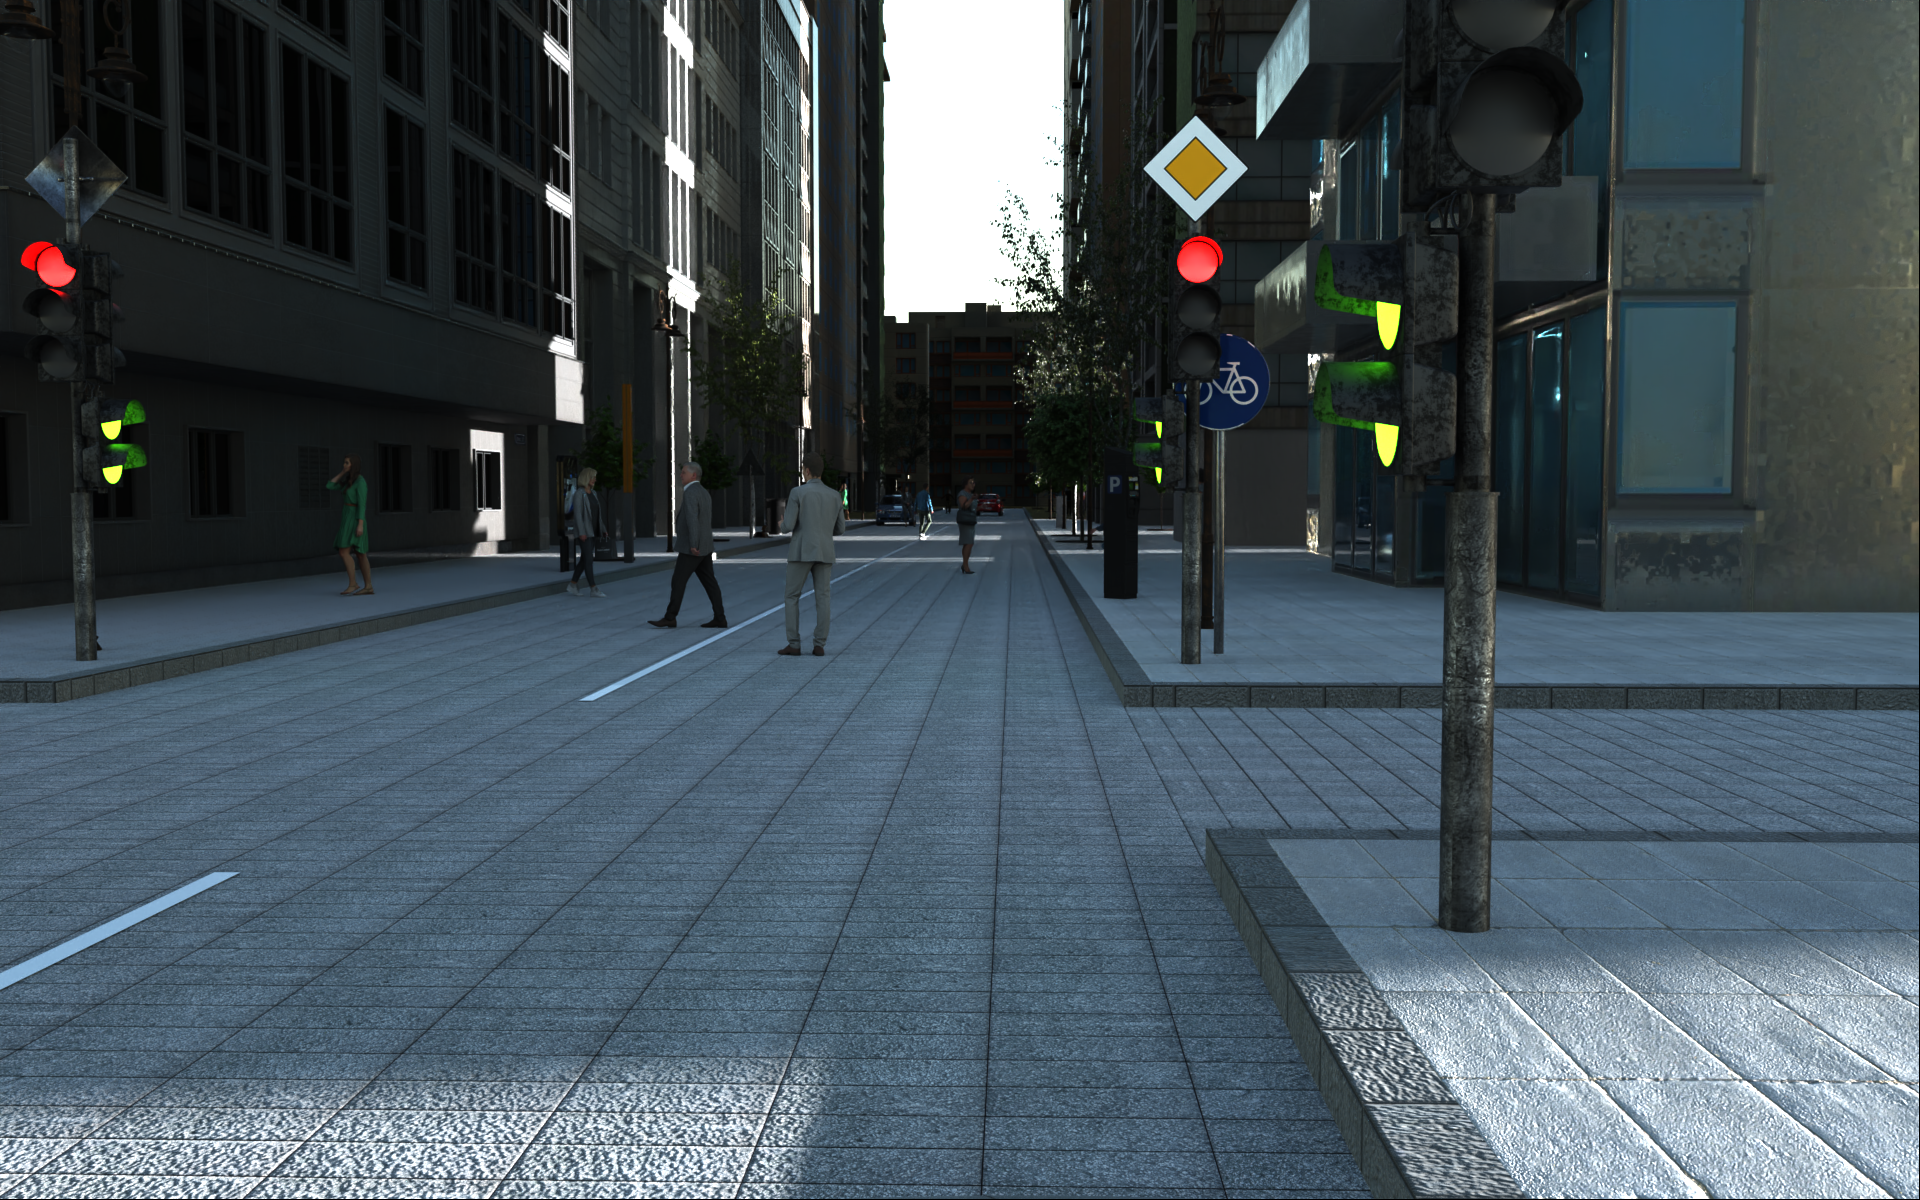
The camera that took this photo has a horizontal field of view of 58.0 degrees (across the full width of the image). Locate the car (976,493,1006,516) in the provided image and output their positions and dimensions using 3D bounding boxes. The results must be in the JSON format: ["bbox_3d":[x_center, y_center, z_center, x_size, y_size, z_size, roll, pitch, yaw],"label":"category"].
[{"bbox_3d":[1.936,-6.459,114.651,2.155,1.783,4.494,0,4,4],"label":"car"}]

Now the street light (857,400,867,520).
[{"bbox_3d":[-4.822,-6.905,85.677,0.468,5.910,1.993,0,4,2],"label":"street light"}]

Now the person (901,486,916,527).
[{"bbox_3d":[-2.250,-4.084,75.546,0.520,1.790,0.573,-2,4,-35],"label":"person"}]

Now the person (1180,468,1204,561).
[{"bbox_3d":[4.544,-1.632,33.078,0.532,1.782,0.716,2,4,27],"label":"person"}]

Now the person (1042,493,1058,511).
[{"bbox_3d":[6.656,-7.404,127.089,1.348,1.826,0.705,0,4,-8],"label":"person"}]

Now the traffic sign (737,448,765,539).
[{"bbox_3d":[-5.978,-3.022,49.417,0.884,2.594,0.081,1,4,11],"label":"traffic sign"}]

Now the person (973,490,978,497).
[{"bbox_3d":[1.209,-8.048,140.807,1.217,1.735,0.721,-3,4,-38],"label":"person"}]

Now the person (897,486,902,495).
[{"bbox_3d":[-4.070,-6.849,118.031,0.705,1.824,1.348,-1,4,-10],"label":"person"}]

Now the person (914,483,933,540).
[{"bbox_3d":[-1.149,-2.769,54.123,0.601,1.785,0.444,3,5,45],"label":"person"}]

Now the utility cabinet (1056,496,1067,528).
[{"bbox_3d":[3.870,-3.372,66.294,0.306,1.237,1.020,1,4,11],"label":"utility cabinet"}]

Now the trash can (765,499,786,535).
[{"bbox_3d":[-5.845,-2.646,54.909,0.748,1.137,0.748,0,3,0],"label":"trash can"}]

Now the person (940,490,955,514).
[{"bbox_3d":[-0.918,-7.225,127.156,1.217,1.766,0.721,-2,4,-24],"label":"person"}]

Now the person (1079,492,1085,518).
[{"bbox_3d":[6.295,-5.095,90.289,0.436,1.711,0.756,0,4,-1],"label":"person"}]

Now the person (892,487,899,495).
[{"bbox_3d":[-4.659,-7.527,129.118,1.348,1.823,0.705,1,4,14],"label":"person"}]

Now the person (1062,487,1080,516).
[{"bbox_3d":[6.500,-5.933,102.685,1.348,1.869,0.705,3,5,41],"label":"person"}]

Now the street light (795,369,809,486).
[{"bbox_3d":[-5.692,-5.454,61.966,0.468,5.910,1.993,0,4,2],"label":"street light"}]

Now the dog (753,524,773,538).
[{"bbox_3d":[-5.800,-2.028,50.895,0.550,0.427,0.748,-1,4,-13],"label":"dog"}]

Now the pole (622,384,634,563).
[{"bbox_3d":[-6.165,-2.344,32.161,0.158,3.312,0.155,0,3,0],"label":"pole"}]

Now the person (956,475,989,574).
[{"bbox_3d":[0.189,-1.366,31.199,0.532,1.782,0.716,1,4,23],"label":"person"}]

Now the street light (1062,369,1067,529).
[{"bbox_3d":[3.841,-5.566,63.790,0.468,5.910,1.993,0,4,2],"label":"street light"}]

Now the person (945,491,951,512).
[{"bbox_3d":[-0.945,-7.943,139.091,0.721,1.736,1.217,-1,4,-18],"label":"person"}]

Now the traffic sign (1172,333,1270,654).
[{"bbox_3d":[2.081,-0.841,13.858,0.768,2.556,0.104,1,4,11],"label":"traffic sign"}]

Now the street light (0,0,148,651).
[{"bbox_3d":[-7.141,-2.523,14.033,0.468,5.910,1.993,0,4,2],"label":"street light"}]

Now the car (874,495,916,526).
[{"bbox_3d":[-2.930,-4.161,80.029,2.014,1.417,4.499,0,4,0],"label":"car"}]

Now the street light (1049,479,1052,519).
[{"bbox_3d":[4.579,-7.016,87.506,0.468,5.910,1.993,0,4,2],"label":"street light"}]

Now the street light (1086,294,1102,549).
[{"bbox_3d":[3.017,-4.116,40.077,0.468,5.910,1.993,0,4,2],"label":"street light"}]

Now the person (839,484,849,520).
[{"bbox_3d":[-5.660,-4.802,84.805,0.529,1.795,0.600,-1,4,-15],"label":"person"}]

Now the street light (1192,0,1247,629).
[{"bbox_3d":[2.357,-2.665,16.358,0.468,5.910,1.993,0,4,2],"label":"street light"}]

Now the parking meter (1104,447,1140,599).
[{"bbox_3d":[1.985,-0.950,21.252,0.399,1.863,0.255,3,5,43],"label":"parking meter"}]

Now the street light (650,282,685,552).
[{"bbox_3d":[-6.384,-3.986,37.960,0.468,5.910,1.993,0,4,2],"label":"street light"}]

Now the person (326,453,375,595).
[{"bbox_3d":[-7.637,-0.954,21.887,0.600,1.795,0.529,3,5,39],"label":"person"}]

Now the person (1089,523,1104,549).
[{"bbox_3d":[3.452,-1.633,38.245,0.738,1.151,1.012,-3,4,-36],"label":"person"}]

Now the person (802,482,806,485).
[{"bbox_3d":[-6.305,-3.908,70.291,0.721,1.781,0.623,0,4,-3],"label":"person"}]
